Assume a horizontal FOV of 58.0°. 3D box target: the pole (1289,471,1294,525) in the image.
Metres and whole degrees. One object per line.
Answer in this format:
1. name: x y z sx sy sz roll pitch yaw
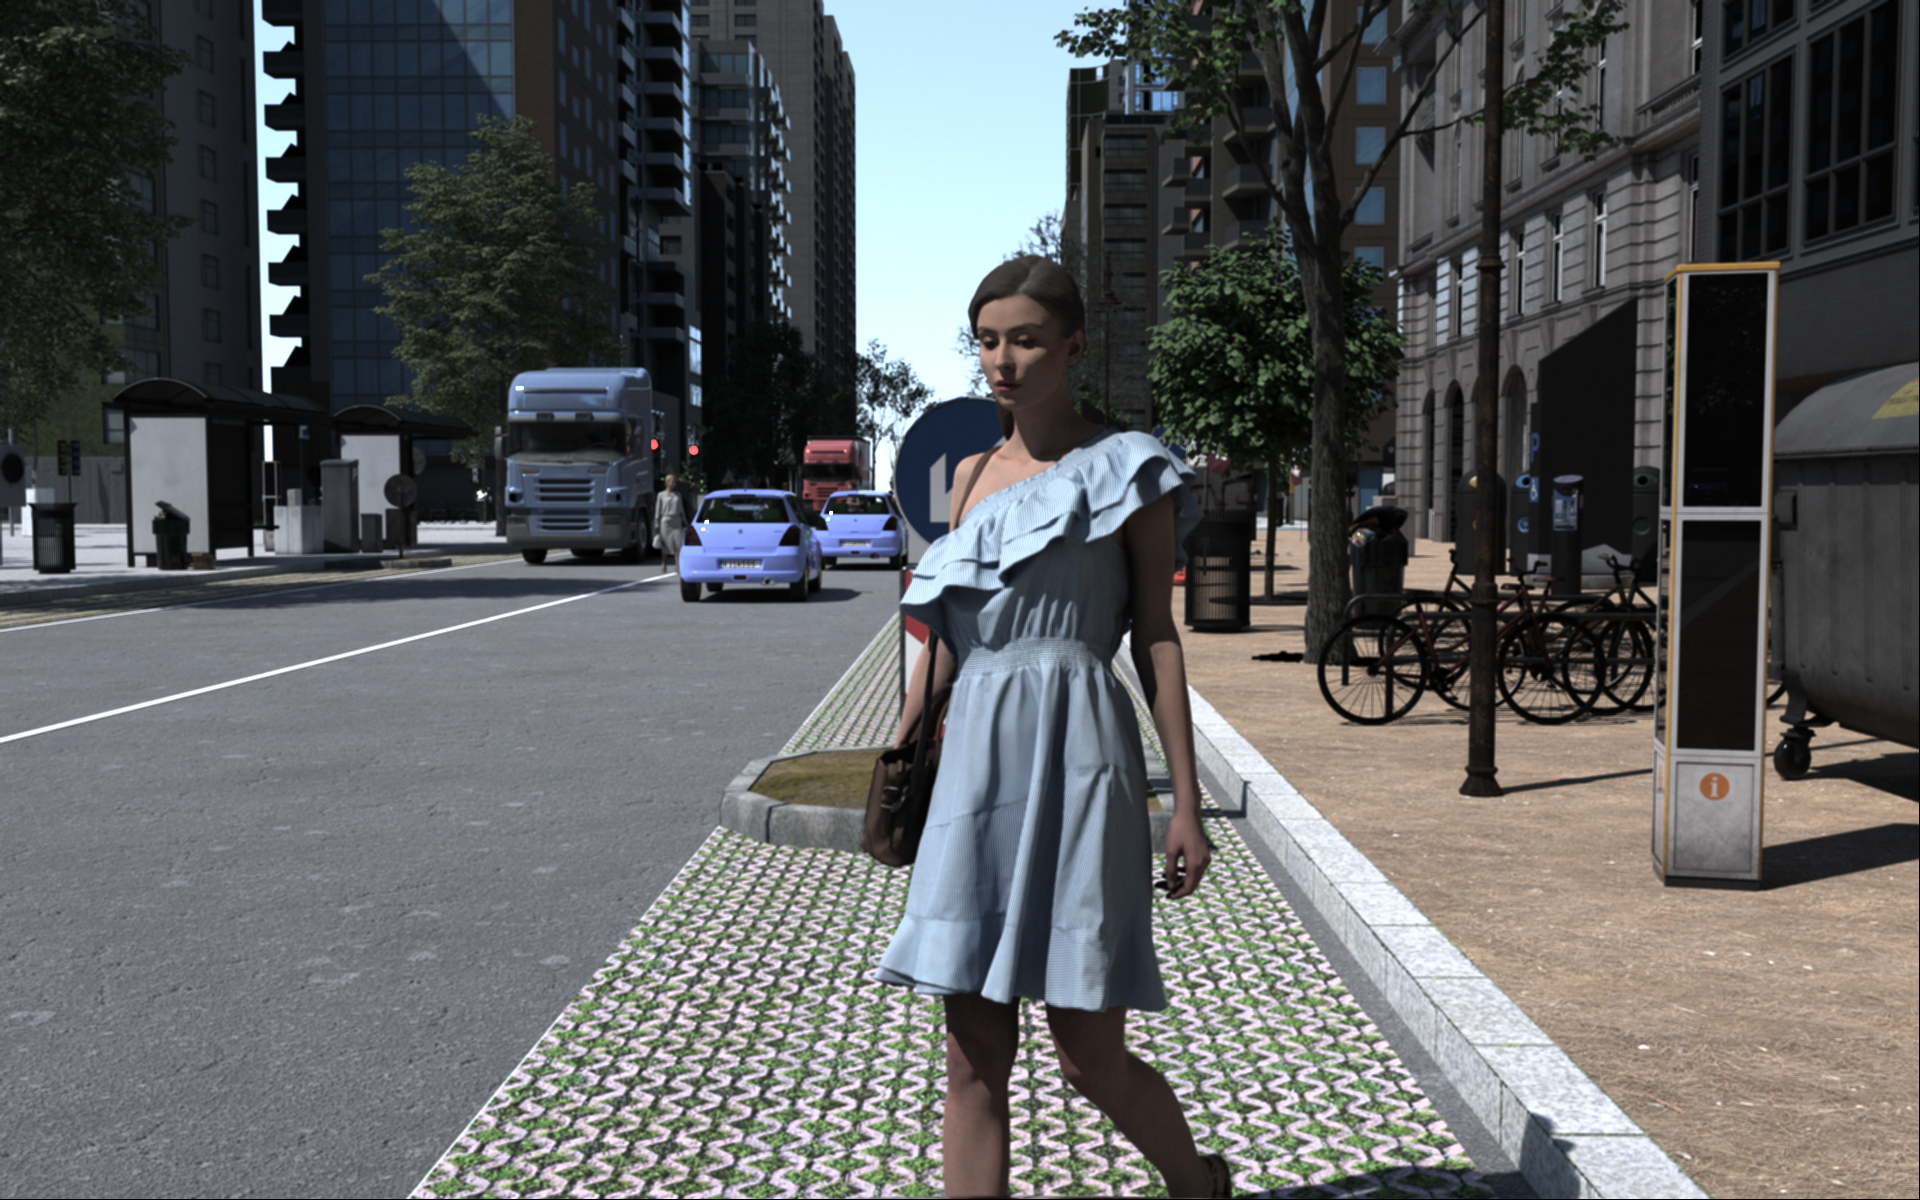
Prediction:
1. pole: 13.665 -4.735 71.258 0.158 3.312 0.155 0 3 0

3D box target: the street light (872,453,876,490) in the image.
1. street light: -9.651 -13.648 195.938 0.468 5.910 1.993 0 4 1

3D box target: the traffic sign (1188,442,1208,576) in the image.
1. traffic sign: 3.856 -1.531 27.156 0.606 2.300 0.079 0 4 3

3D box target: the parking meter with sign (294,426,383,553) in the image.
1. parking meter with sign: -13.442 -2.526 37.556 1.738 3.016 0.543 0 4 3

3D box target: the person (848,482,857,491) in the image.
1. person: -3.110 -2.457 49.015 0.374 1.781 0.599 -3 5 -40

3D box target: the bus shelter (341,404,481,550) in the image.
1. bus shelter: -13.377 -2.931 41.851 2.014 3.302 5.546 0 4 1

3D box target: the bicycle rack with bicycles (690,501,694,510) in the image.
1. bicycle rack with bicycles: -13.267 -4.543 87.663 2.925 0.926 2.852 -1 4 -12

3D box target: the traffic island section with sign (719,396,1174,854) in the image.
1. traffic island section with sign: -0.031 0.050 7.807 1.989 1.847 2.006 0 4 1

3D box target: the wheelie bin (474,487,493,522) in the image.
1. wheelie bin: -21.846 -4.377 79.476 0.980 1.594 0.693 1 4 13

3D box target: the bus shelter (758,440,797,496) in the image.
1. bus shelter: -12.592 -8.728 120.333 2.179 5.291 8.768 0 4 1

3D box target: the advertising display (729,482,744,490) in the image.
1. advertising display: -11.749 -5.254 91.112 0.123 1.923 0.974 3 4 36

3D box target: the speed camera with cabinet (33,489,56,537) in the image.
1. speed camera with cabinet: -27.978 -3.531 52.060 2.038 3.252 0.660 3 4 38

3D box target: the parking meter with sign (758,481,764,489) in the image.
1. parking meter with sign: -15.330 -8.425 134.002 0.543 3.016 1.738 -1 4 -14

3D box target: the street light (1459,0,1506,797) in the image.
1. street light: 2.228 -2.107 7.229 0.468 5.910 1.993 0 4 1

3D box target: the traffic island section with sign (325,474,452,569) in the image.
1. traffic island section with sign: -11.060 -1.539 33.795 1.989 1.847 2.006 0 4 1

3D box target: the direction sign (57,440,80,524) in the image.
1. direction sign: -37.644 -4.968 73.223 0.379 3.537 0.876 3 5 43

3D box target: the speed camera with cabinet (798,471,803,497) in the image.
1. speed camera with cabinet: -12.653 -8.480 132.976 2.038 3.252 0.660 -2 4 -32

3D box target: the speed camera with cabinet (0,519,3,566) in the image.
1. speed camera with cabinet: -17.140 -2.182 30.006 0.660 3.252 2.038 1 4 10

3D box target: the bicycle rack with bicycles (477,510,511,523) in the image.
1. bicycle rack with bicycles: -13.400 -2.521 54.606 2.852 0.926 2.925 0 4 -4

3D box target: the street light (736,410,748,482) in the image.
1. street light: -11.818 -7.418 94.064 0.468 5.910 1.993 0 4 1

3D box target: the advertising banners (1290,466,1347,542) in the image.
1. advertising banners: 9.452 -3.042 45.926 0.090 3.025 2.074 -3 4 -36

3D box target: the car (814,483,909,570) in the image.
1. car: -1.908 -1.487 33.896 1.945 1.707 3.694 0 4 1

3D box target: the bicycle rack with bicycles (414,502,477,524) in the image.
1. bicycle rack with bicycles: -22.266 -3.794 75.406 2.925 0.926 2.852 3 4 36

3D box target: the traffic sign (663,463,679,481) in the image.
1. traffic sign: -12.010 -4.371 71.464 0.884 2.594 0.081 0 4 3

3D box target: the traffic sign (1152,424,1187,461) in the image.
1. traffic sign: 3.465 -1.703 27.949 0.768 2.556 0.104 0 4 7

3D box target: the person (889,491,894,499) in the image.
1. person: -7.169 -10.491 180.709 0.721 1.739 1.217 -2 4 -25

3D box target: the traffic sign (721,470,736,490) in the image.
1. traffic sign: -12.245 -5.612 91.753 0.884 2.594 0.081 0 4 7

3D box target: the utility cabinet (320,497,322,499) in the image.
1. utility cabinet: -19.650 -2.631 54.177 0.306 1.237 1.020 2 4 27

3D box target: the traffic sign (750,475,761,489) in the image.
1. traffic sign: -13.498 -6.991 114.416 0.768 2.556 0.104 1 4 11

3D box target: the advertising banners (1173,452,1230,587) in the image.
1. advertising banners: 2.993 -1.705 24.063 2.074 3.025 0.090 3 5 41

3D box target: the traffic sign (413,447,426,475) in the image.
1. traffic sign: -14.657 -2.826 46.312 0.768 2.556 0.104 0 4 4

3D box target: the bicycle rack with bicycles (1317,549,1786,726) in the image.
1. bicycle rack with bicycles: 3.538 0.176 10.502 2.925 0.926 2.852 0 4 6

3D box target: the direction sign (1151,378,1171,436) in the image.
1. direction sign: 3.669 -2.384 30.972 0.379 3.537 0.876 3 5 40

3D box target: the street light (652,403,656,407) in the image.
1. street light: -12.364 -5.846 68.368 0.468 5.910 1.993 0 4 1

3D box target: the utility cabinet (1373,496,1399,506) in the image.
1. utility cabinet: 13.436 -2.637 54.272 0.306 1.237 1.020 -3 5 -40

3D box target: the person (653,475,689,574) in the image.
1. person: -5.193 -1.370 31.254 0.694 1.780 0.624 -1 4 -13

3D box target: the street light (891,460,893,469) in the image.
1. street light: -8.961 -15.652 228.690 0.468 5.910 1.993 0 4 1

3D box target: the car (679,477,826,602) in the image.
1. car: -2.878 -0.903 24.362 1.945 1.707 3.694 0 4 -1

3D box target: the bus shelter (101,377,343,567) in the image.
1. bus shelter: -13.783 -2.374 32.735 2.014 3.302 5.546 0 4 1

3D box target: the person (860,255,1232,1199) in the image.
1. person: 0.130 0.349 2.889 0.778 1.811 0.616 -3 5 -44

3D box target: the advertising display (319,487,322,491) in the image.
1. advertising display: -21.477 -3.299 59.151 0.123 1.923 0.974 2 4 34

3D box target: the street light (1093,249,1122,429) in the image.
1. street light: 2.789 -3.678 32.925 0.468 5.910 1.993 0 4 1

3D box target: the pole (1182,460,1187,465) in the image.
1. pole: 7.048 -3.710 54.497 0.158 3.312 0.155 0 3 0
